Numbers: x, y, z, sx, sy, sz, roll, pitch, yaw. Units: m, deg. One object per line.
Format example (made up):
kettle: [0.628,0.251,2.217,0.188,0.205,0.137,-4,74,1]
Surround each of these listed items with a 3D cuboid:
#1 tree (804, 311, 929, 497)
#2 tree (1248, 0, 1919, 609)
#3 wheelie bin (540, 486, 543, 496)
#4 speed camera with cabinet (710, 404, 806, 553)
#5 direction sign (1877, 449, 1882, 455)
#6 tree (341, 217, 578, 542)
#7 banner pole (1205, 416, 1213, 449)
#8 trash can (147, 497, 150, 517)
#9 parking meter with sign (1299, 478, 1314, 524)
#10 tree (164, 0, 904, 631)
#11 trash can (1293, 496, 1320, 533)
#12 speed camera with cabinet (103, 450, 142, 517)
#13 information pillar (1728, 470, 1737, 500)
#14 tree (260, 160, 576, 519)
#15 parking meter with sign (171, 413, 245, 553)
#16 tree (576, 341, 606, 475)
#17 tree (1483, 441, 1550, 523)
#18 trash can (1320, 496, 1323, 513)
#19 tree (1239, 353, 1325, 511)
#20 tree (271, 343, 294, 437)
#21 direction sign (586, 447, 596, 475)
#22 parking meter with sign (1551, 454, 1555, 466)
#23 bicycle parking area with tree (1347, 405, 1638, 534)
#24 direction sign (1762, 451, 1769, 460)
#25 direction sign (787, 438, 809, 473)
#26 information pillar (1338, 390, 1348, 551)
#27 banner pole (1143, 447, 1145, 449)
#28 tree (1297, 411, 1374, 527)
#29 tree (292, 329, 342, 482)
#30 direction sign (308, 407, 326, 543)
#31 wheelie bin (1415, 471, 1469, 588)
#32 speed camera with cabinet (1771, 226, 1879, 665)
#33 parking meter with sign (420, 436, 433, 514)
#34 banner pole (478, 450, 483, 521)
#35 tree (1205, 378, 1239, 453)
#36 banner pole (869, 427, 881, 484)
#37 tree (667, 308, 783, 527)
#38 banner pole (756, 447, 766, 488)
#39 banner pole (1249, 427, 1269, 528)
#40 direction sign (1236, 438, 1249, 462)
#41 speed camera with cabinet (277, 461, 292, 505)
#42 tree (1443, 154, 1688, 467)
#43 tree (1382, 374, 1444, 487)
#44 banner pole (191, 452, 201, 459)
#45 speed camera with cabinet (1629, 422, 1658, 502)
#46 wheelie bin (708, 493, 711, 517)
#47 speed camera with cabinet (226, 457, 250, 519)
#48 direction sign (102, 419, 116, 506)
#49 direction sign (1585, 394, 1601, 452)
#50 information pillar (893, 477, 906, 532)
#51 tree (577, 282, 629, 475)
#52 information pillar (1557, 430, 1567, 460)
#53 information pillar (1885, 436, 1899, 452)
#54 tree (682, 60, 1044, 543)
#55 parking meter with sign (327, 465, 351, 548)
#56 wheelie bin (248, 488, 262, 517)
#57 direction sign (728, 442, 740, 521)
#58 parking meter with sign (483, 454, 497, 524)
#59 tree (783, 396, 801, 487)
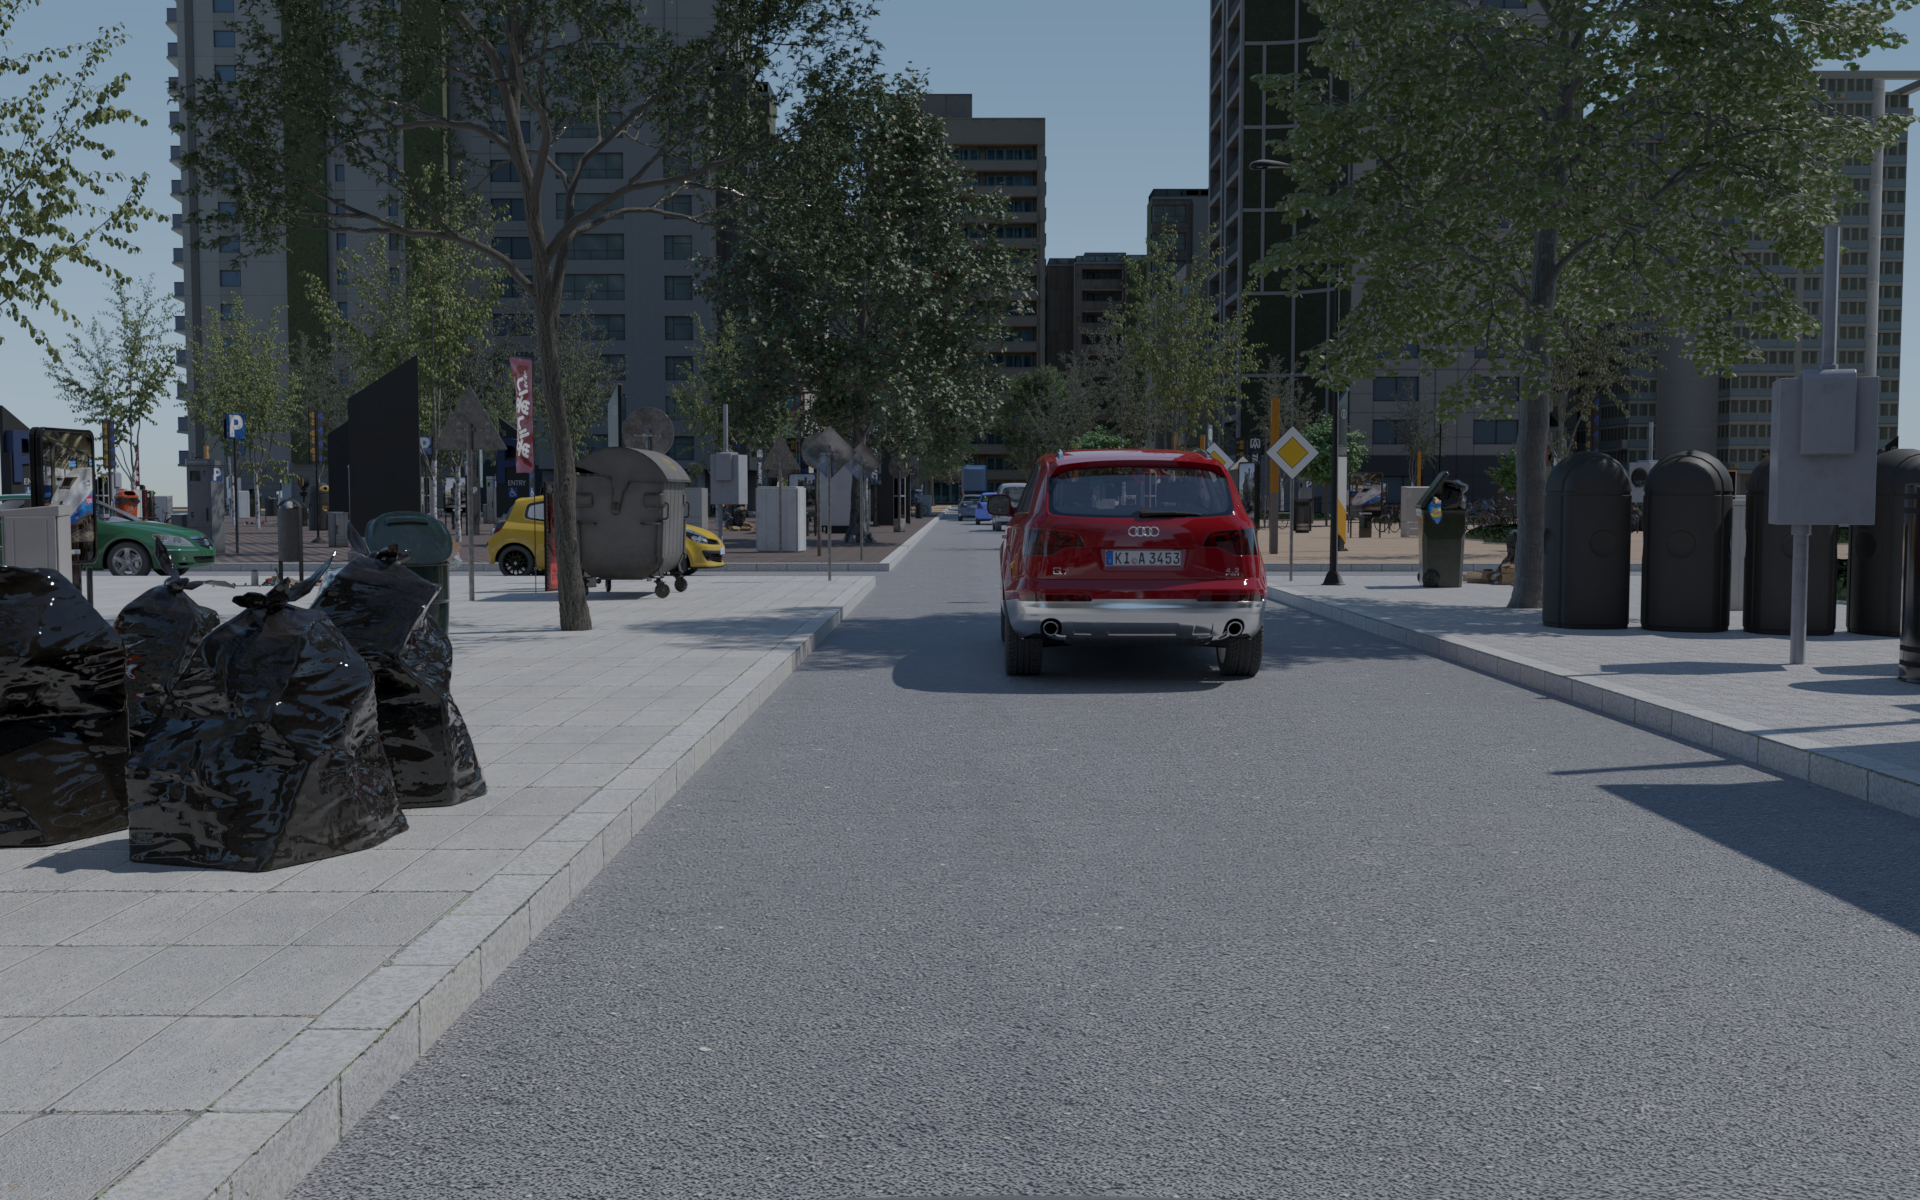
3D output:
tree: [-3.741,-6.965,64.237,4.360,8.622,3.978,0,3,0]
tree: [6.846,-6.190,19.331,7.486,12.596,7.792,0,3,0]
wheelie bin: [-16.082,-3.676,68.012,0.980,1.594,0.693,-2,4,-26]
speed camera with cabinet: [-4.455,-2.686,38.259,2.038,3.252,0.660,1,4,14]
direction sign: [45.998,-5.806,86.932,0.379,3.537,0.876,0,4,3]
tree: [-13.371,-5.877,46.455,4.360,8.622,3.978,0,3,0]
banner pole: [7.876,-3.966,54.861,0.401,3.779,0.863,2,4,24]
trash can: [-38.780,-4.327,82.406,0.748,1.137,0.748,0,3,0]
parking meter with sign: [15.116,-4.847,75.508,0.543,3.016,1.738,0,4,-7]
tree: [-3.960,-4.996,16.095,7.601,10.594,8.767,1,4,9]
trash can: [11.291,-2.781,57.118,0.748,1.137,0.748,0,3,0]
speed camera with cabinet: [-35.360,-4.811,72.996,0.660,3.252,2.038,0,4,7]
information pillar: [23.792,-3.002,53.579,0.304,2.012,0.304,0,4,0]
tree: [-11.753,-5.345,37.748,4.737,8.622,4.395,0,3,0]
parking meter with sign: [-16.459,-2.540,37.784,1.738,3.016,0.543,1,4,20]
tree: [-18.078,-7.907,79.645,4.737,8.622,4.395,0,3,0]
tree: [20.423,-4.233,63.810,1.663,3.219,1.824,0,3,0]
trash can: [21.708,-5.738,105.471,0.748,1.137,0.748,0,3,0]
tree: [16.867,-8.556,90.249,4.360,8.622,3.978,0,3,0]
tree: [-28.837,-7.788,77.690,4.360,8.622,3.978,0,3,0]
direction sign: [-17.759,-5.585,83.307,0.379,3.537,0.876,-3,5,-41]
parking meter with sign: [25.591,-4.744,73.822,0.543,3.016,1.738,1,4,11]
bicycle parking area with tree: [17.529,-4.261,56.668,8.231,4.147,9.016,-1,4,-21]
direction sign: [42.203,-6.007,90.207,0.876,3.537,0.379,1,4,19]
direction sign: [-6.517,-4.753,69.708,0.876,3.537,0.379,0,4,-1]
information pillar: [8.484,-2.895,38.694,0.183,3.616,0.504,3,5,45]
banner pole: [9.913,-6.214,91.620,0.863,3.779,0.401,-2,4,-31]
tree: [14.581,-5.178,68.374,4.285,4.588,4.351,0,3,0]
tree: [-19.256,-6.554,57.520,4.360,8.622,3.978,0,3,0]
direction sign: [-16.992,-3.288,45.759,0.379,3.537,0.876,0,4,3]
wheelie bin: [6.681,-0.984,23.990,0.693,1.594,0.980,1,4,8]
speed camera with cabinet: [7.171,-1.134,12.877,2.038,3.252,0.660,1,4,19]
parking meter with sign: [-16.548,-3.396,51.793,0.543,3.016,1.738,2,4,26]
banner pole: [-22.563,-5.595,81.492,0.401,3.779,0.863,-2,4,-30]
tree: [15.168,-9.539,106.322,4.360,8.622,3.978,0,3,0]
banner pole: [-2.832,-3.960,54.758,0.863,3.779,0.401,-2,4,-35]
tree: [-9.459,-7.155,67.349,4.737,8.622,4.395,0,3,0]
banner pole: [-9.353,-5.620,81.901,0.401,3.779,0.863,2,4,33]
banner pole: [11.250,-4.594,65.131,0.863,3.779,0.401,1,4,20]
direction sign: [11.480,-4.736,69.431,0.876,3.537,0.379,1,4,18]
speed camera with cabinet: [-40.995,-6.769,105.006,0.660,3.252,2.038,-2,4,-30]
tree: [12.829,-5.257,36.320,4.360,8.622,3.978,0,3,0]
tree: [28.129,-9.557,106.625,4.360,8.622,3.978,0,3,0]
banner pole: [-45.022,-6.856,102.113,0.401,3.779,0.863,2,4,27]
speed camera with cabinet: [18.494,-3.296,48.220,0.660,3.252,2.038,-2,4,-31]
wheelie bin: [-14.418,-5.464,97.241,0.980,1.594,0.693,-3,4,-38]
speed camera with cabinet: [-38.211,-5.952,91.658,0.660,3.252,2.038,-3,4,-39]
direction sign: [-26.051,-3.734,53.056,0.379,3.537,0.876,0,4,-5]
direction sign: [14.440,-2.910,39.582,0.379,3.537,0.876,0,4,1]
information pillar: [-2.039,-3.291,58.306,0.304,2.012,0.304,-3,5,-41]
tree: [-12.698,-6.469,56.133,4.360,8.622,3.978,0,3,0]
information pillar: [21.944,-4.399,63.272,0.504,3.616,0.183,-2,4,-34]
information pillar: [37.178,-4.758,69.153,0.504,3.616,0.183,2,4,27]
tree: [-2.642,-7.868,45.653,9.611,12.733,9.660,0,3,0]
parking meter with sign: [-14.442,-2.797,41.999,0.543,3.016,1.738,3,5,42]
wheelie bin: [-39.636,-5.466,97.277,0.693,1.594,0.980,2,4,24]
direction sign: [-9.886,-5.128,75.846,0.379,3.537,0.876,-3,5,-40]
parking meter with sign: [-20.088,-4.802,74.767,0.543,3.016,1.738,-3,5,-41]
tree: [-10.098,-8.458,88.644,4.737,8.622,4.395,0,3,0]
